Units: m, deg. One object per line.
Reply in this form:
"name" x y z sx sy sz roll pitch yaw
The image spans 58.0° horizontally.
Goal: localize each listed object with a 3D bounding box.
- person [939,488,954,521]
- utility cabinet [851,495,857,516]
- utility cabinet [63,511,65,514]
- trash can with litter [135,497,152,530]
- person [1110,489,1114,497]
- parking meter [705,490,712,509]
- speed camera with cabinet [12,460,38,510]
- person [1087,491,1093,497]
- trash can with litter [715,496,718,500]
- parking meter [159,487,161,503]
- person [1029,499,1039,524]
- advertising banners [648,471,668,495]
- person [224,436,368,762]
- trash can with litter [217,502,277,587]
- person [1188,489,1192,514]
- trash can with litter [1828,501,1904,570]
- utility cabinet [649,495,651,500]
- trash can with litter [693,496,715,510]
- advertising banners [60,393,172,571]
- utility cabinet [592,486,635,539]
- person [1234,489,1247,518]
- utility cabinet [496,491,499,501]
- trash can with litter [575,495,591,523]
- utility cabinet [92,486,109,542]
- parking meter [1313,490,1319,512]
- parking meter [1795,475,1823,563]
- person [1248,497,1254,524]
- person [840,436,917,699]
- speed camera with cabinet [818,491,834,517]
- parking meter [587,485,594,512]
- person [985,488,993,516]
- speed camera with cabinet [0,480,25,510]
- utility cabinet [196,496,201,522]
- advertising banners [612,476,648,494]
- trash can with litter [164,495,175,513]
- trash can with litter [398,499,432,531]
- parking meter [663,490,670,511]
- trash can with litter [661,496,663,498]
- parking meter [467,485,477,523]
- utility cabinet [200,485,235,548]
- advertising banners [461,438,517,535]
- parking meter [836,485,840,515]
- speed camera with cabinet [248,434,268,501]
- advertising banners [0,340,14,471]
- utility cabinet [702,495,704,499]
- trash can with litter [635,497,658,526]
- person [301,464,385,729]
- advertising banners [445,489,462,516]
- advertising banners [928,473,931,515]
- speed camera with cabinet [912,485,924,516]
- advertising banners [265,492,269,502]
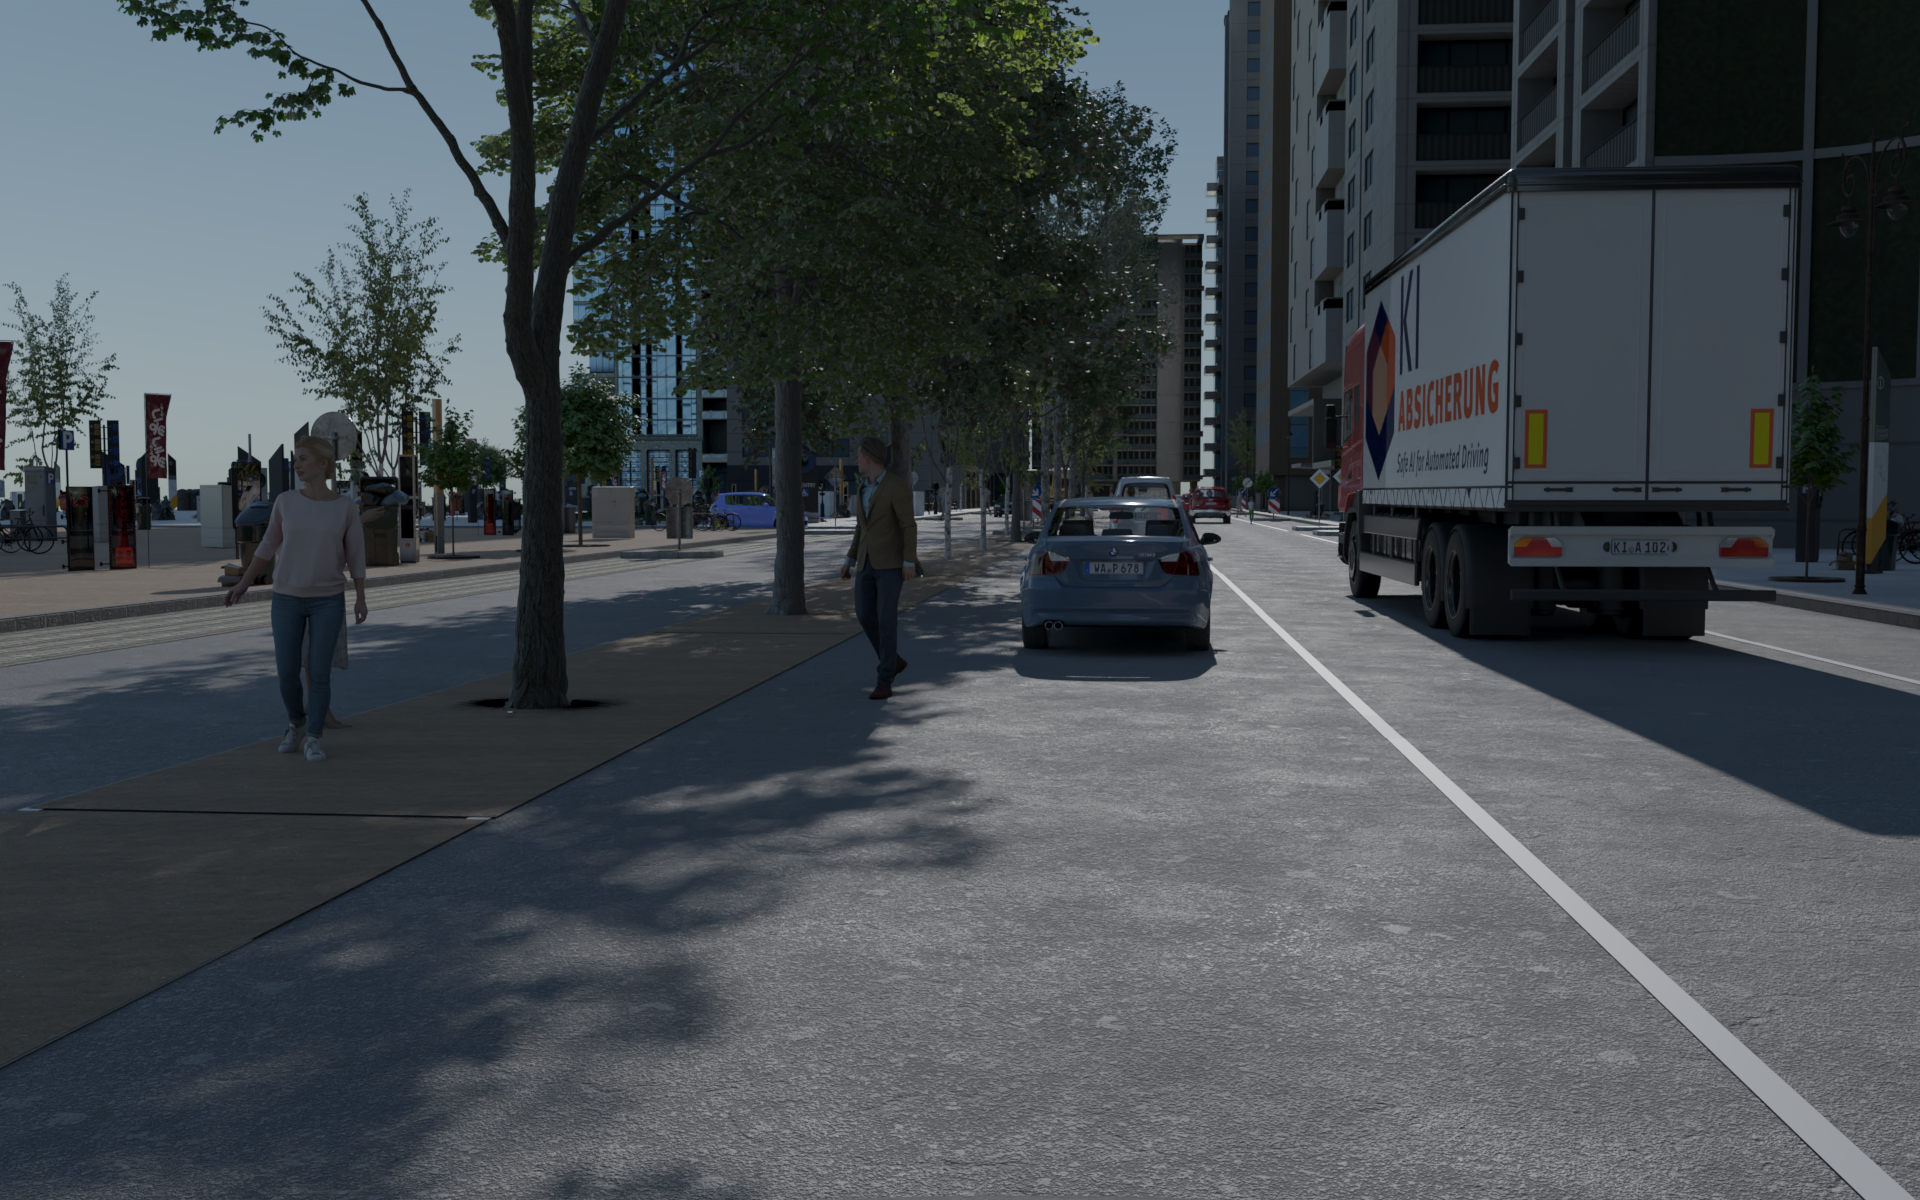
"person" -0.748 -5.127 92.608 0.850 1.792 0.678 1 4 14
"utility cabinet" -6.115 -5.679 104.012 0.306 1.237 1.020 3 5 41
"utility cabinet" -55.975 -5.992 109.124 1.020 1.237 0.306 -2 4 -29
"trash can with litter" -29.423 -3.108 62.204 0.624 1.170 1.055 -3 4 -39
"person" 12.044 -7.922 138.030 0.388 1.821 0.555 0 4 2
"parking meter" -13.911 -5.347 95.840 0.372 1.533 0.369 0 3 0
"speed camera with cabinet" -54.655 -6.565 101.670 2.038 3.252 0.660 3 4 38
"person" 3.630 -2.292 48.566 0.523 1.515 0.503 -1 4 -13
"trash can with litter" -18.499 -7.327 131.178 0.624 1.170 1.055 3 4 37
"parking meter" -64.492 -8.170 139.288 0.255 1.863 0.399 0 4 -7
"person" 3.537 -4.529 82.800 0.529 1.795 0.600 3 4 38
"advertising banners" -23.294 -8.318 132.191 2.074 3.025 0.090 1 4 9
"person" -3.589 -0.012 9.372 0.731 1.740 0.598 -1 4 -18
"trash can with litter" -9.940 -0.792 24.342 0.624 1.170 1.055 0 4 7
"person" 16.022 -6.875 121.077 0.590 1.801 0.661 2 4 30
"trash can with litter" 15.214 -1.082 29.084 1.055 1.170 0.624 1 4 19
"utility cabinet" -19.106 -5.856 106.902 1.020 1.237 0.306 -3 5 -40
"trash can with litter" -14.794 -5.378 99.312 0.624 1.170 1.055 2 4 32
"advertising banners" -14.324 -2.038 29.502 0.090 3.025 2.074 2 4 31
"utility cabinet" -9.874 -2.485 49.302 1.173 1.500 0.318 1 4 12
"person" 17.039 -5.869 105.210 0.760 1.731 0.466 -1 4 -10
"utility cabinet" -32.676 -6.890 121.329 1.173 1.500 0.318 1 4 22
"trash can with litter" -17.538 -3.995 76.381 2.233 1.210 1.678 -2 4 -35
"utility cabinet" -22.831 -2.298 46.246 0.318 1.500 1.173 0 4 2
"parking meter" 25.086 -6.947 121.997 0.372 1.533 0.369 0 3 0
"parking meter" 15.959 -1.641 32.547 0.399 1.863 0.255 3 5 44
"person" 14.101 -4.351 83.886 0.306 1.304 0.590 1 4 17
"person" -0.582 -0.245 12.413 0.656 1.842 0.836 1 4 15
"speed camera with cabinet" -8.224 -6.381 98.673 2.038 3.252 0.660 1 4 17
"parking meter" -23.147 -6.282 108.425 0.399 1.863 0.255 -2 4 -33
"person" 1.759 -6.384 113.053 0.728 1.800 0.709 1 4 9
"speed camera with cabinet" -60.510 -7.094 110.317 2.038 3.252 0.660 -3 5 -41
"utility cabinet" -35.312 -4.246 80.587 0.306 1.237 1.020 -1 4 -18
"advertising banners" -19.102 -6.319 99.506 2.074 3.025 0.090 -2 4 -27
"trash can with litter" -52.984 -6.404 115.755 1.678 1.210 2.233 -2 4 -27
"trash can with litter" -19.131 -3.021 60.452 1.678 1.210 2.233 -1 4 -9
"parking meter" -16.661 -5.498 98.301 0.372 1.533 0.369 0 3 0
"trash can with litter" -19.542 -6.183 112.143 2.233 1.210 1.678 0 4 5
"parking meter" -21.727 -4.372 77.185 0.255 1.863 0.399 3 5 40
"utility cabinet" -17.661 -1.990 41.216 1.173 1.500 0.318 3 5 43
"advertising banners" -14.664 -3.538 54.031 2.074 3.025 0.090 2 4 29
"parking meter" -7.521 -6.273 108.281 0.399 1.863 0.255 -3 5 -42
"speed camera with cabinet" -23.543 -3.785 56.217 0.660 3.252 2.038 2 4 35
"advertising banners" -11.627 -1.409 19.229 2.074 3.025 0.090 -2 4 -33
"utility cabinet" -19.369 -7.270 130.028 0.306 1.237 1.020 2 4 25
"trash can with litter" -12.814 -3.613 70.464 1.055 1.170 0.624 1 4 10
"person" -3.816 -0.093 10.584 0.524 1.755 0.480 -2 4 -32
"advertising banners" -30.193 -6.530 102.960 0.090 3.025 2.074 2 4 31
"advertising banners" -1.874 -6.722 106.092 0.090 3.025 2.074 0 4 2
"speed camera with cabinet" -2.829 -6.616 102.507 0.660 3.252 2.038 -2 4 -30
"advertising banners" -48.665 -7.630 120.932 2.074 3.025 0.090 2 4 25
